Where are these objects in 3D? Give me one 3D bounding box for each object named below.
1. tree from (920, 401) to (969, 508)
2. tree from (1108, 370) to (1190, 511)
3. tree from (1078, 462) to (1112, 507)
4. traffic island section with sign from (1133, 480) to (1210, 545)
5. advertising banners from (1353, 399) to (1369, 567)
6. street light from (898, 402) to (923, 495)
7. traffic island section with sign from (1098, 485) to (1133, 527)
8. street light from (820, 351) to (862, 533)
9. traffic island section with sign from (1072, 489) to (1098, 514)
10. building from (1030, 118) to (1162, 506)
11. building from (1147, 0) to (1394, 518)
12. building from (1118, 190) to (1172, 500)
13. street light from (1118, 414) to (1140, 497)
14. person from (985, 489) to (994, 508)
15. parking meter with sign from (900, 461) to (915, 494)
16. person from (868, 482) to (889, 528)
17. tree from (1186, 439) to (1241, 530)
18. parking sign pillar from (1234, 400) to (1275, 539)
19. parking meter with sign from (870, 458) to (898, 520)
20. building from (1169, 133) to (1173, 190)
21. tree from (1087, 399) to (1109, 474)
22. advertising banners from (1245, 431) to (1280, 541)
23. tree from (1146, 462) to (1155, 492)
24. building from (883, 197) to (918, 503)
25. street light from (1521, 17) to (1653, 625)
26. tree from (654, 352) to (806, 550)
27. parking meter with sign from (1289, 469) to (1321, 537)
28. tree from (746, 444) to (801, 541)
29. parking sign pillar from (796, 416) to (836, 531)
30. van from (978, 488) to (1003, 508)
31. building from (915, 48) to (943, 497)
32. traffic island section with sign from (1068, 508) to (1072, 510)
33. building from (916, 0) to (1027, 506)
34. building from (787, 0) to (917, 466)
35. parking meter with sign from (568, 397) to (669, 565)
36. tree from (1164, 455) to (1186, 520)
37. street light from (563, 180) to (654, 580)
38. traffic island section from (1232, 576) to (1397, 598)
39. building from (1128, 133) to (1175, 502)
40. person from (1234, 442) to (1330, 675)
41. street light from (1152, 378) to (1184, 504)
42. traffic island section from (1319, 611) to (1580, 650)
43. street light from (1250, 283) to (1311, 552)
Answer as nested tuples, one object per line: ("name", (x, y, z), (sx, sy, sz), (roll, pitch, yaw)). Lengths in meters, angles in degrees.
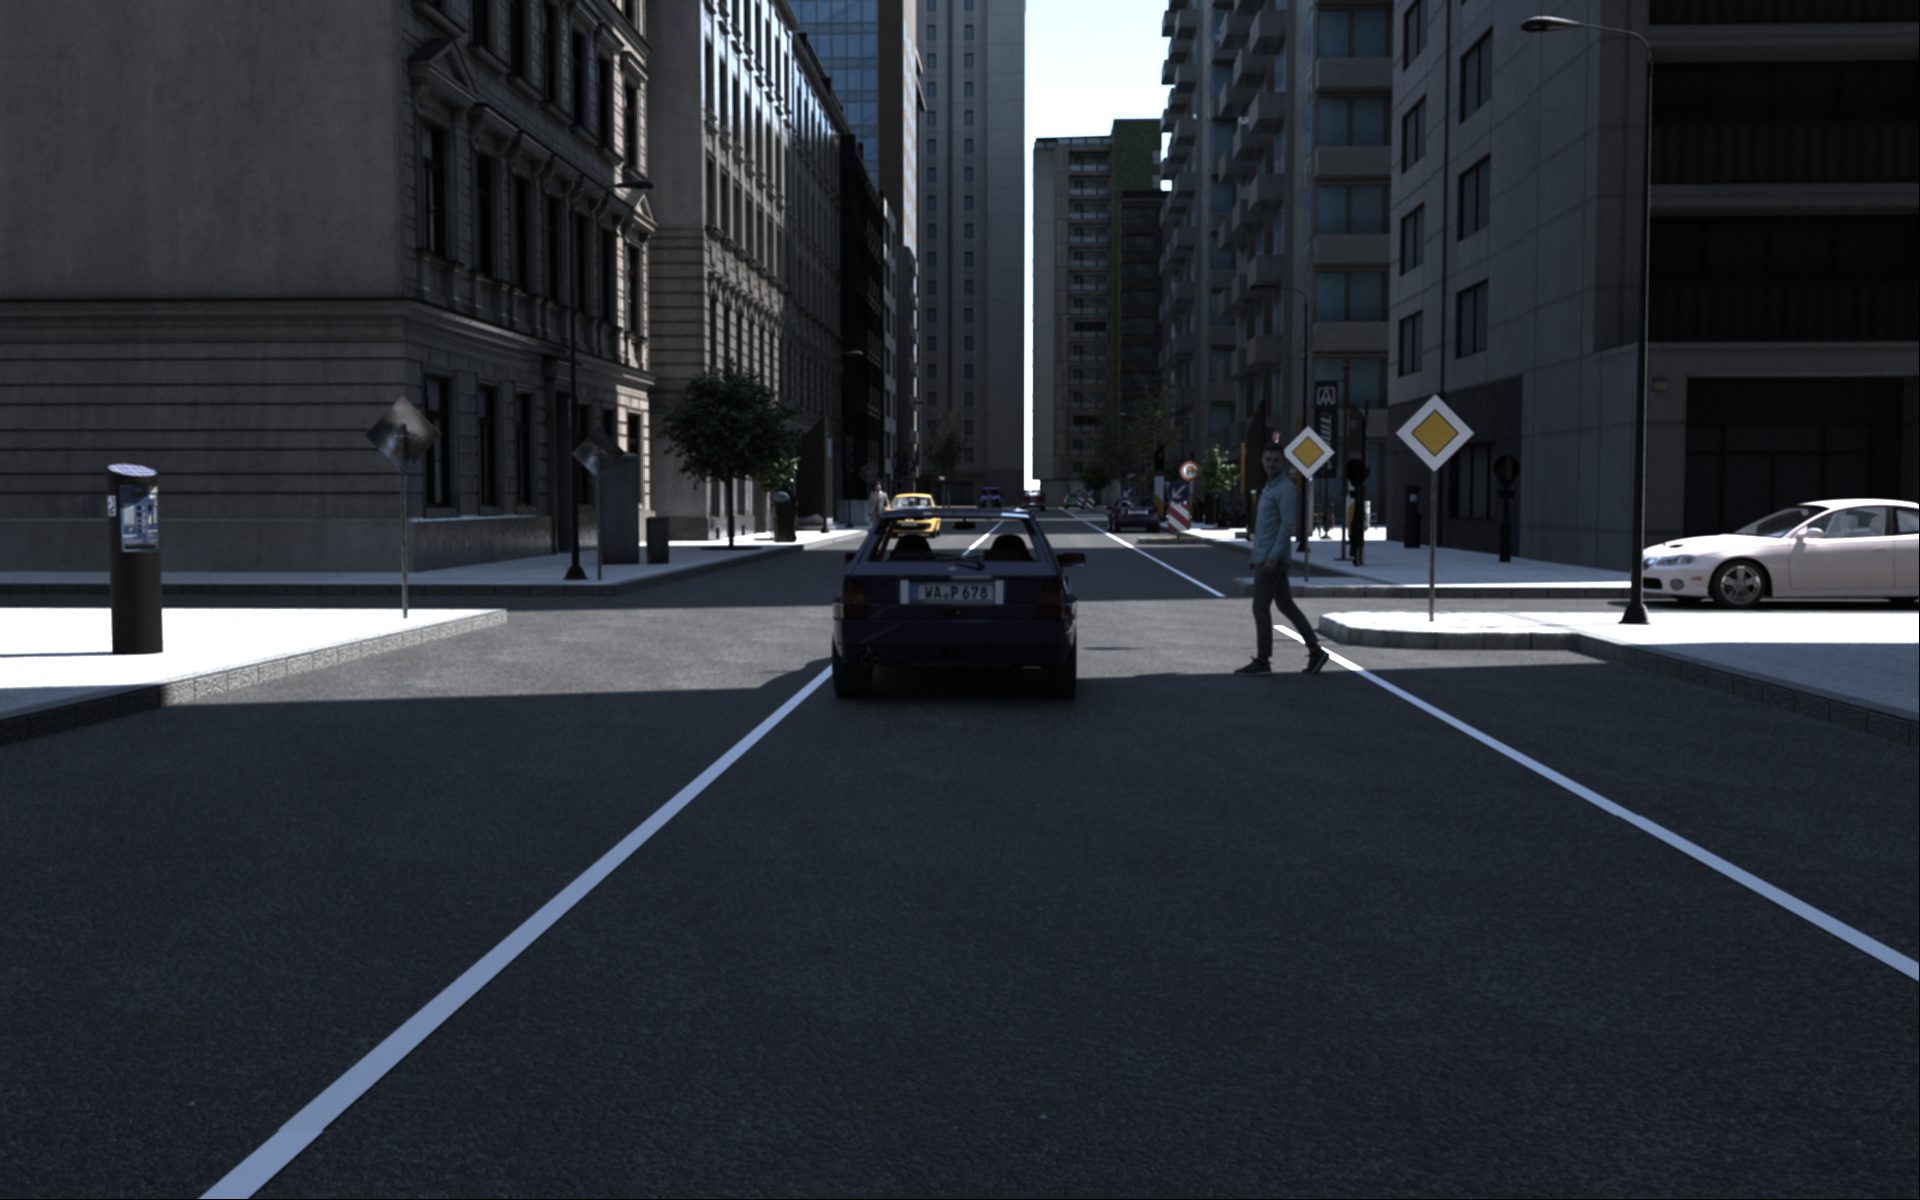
("tree", (-1.286, -11.394, 136.647), (4.360, 8.622, 3.978), (0, 3, 0))
("tree", (11.660, -9.354, 103.292), (4.737, 8.622, 4.395), (0, 3, 0))
("tree", (13.334, -11.489, 171.553), (4.285, 4.588, 4.351), (0, 3, 0))
("traffic island section with sign", (6.161, -2.541, 50.174), (1.989, 1.847, 2.006), (0, 4, 2))
("advertising banners", (7.296, -2.155, 31.429), (0.090, 3.025, 2.074), (1, 4, 19))
("street light", (-2.541, -7.008, 87.118), (1.470, 5.913, 1.316), (0, 4, 2))
("traffic island section with sign", (7.310, -4.188, 77.105), (1.989, 1.847, 2.006), (0, 4, 2))
("street light", (-3.877, -5.133, 56.459), (1.470, 5.913, 1.316), (0, 4, 2))
("traffic island section with sign", (9.463, -7.271, 127.504), (1.989, 1.847, 2.006), (0, 4, 2))
("building", (14.889, -31.093, 191.962), (14.086, 41.232, 14.154), (0, 4, 2))
("building", (25.575, -30.597, 119.870), (23.786, 49.044, 30.456), (0, 4, 2))
("building", (22.219, -24.166, 166.810), (14.160, 30.474, 14.107), (0, 4, 2))
("street light", (9.798, -7.804, 100.134), (1.470, 5.913, 1.316), (0, 4, 2))
("person", (1.433, -4.655, 85.608), (0.522, 1.701, 0.512), (0, 4, 6))
("parking meter with sign", (-3.201, -5.713, 89.668), (1.738, 3.016, 0.543), (-2, 4, -35))
("person", (-2.403, -2.595, 51.196), (0.678, 1.792, 0.850), (0, 4, 6))
("tree", (9.047, -4.077, 61.267), (1.663, 3.219, 1.824), (0, 3, 0))
("parking sign pillar", (8.707, -3.778, 50.239), (1.447, 3.967, 1.447), (-1, 4, -8))
("parking meter with sign", (-4.007, -5.378, 84.199), (1.738, 3.016, 0.543), (1, 4, 9))
("building", (36.551, -33.097, 195.756), (28.867, 44.769, 22.147), (0, 4, 2))
("tree", (11.747, -11.187, 133.274), (4.737, 8.622, 4.395), (0, 3, 0))
("advertising banners", (8.405, -3.163, 47.908), (0.090, 3.025, 2.074), (2, 4, 35))
("tree", (10.504, -5.833, 89.968), (1.663, 3.219, 1.824), (0, 3, 0))
("building", (-17.601, -16.574, 116.032), (27.650, 21.520, 28.899), (0, 4, 2))
("street light", (6.163, -2.721, 17.026), (1.470, 5.913, 1.316), (0, 4, 2))
("tree", (-5.414, -3.465, 40.362), (4.285, 4.588, 4.351), (0, 3, 0))
("parking meter with sign", (10.271, -3.411, 52.037), (0.543, 3.016, 1.738), (-2, 4, -29))
("tree", (-5.132, -3.267, 48.018), (1.663, 3.219, 1.824), (0, 3, 0))
("parking sign pillar", (-5.065, -4.400, 60.414), (1.447, 3.967, 1.447), (3, 4, 36))
("van", (2.854, -9.465, 159.131), (2.240, 2.365, 5.245), (0, 4, 2))
("building", (-16.457, -31.156, 164.020), (28.867, 44.769, 22.147), (0, 4, 2))
("traffic island section with sign", (10.604, -8.918, 154.435), (1.989, 1.847, 2.006), (0, 4, 2))
("building", (-6.643, -39.995, 195.915), (28.212, 58.520, 21.231), (0, 4, 2))
("building", (-10.807, -29.751, 136.545), (14.600, 45.320, 14.200), (0, 4, 2))
("parking meter with sign", (-6.240, -2.168, 31.713), (1.738, 3.016, 0.543), (-1, 4, -22))
("tree", (10.715, -5.524, 84.923), (1.663, 3.219, 1.824), (0, 3, 0))
("street light", (-5.232, -3.258, 25.802), (1.470, 5.913, 1.316), (0, 4, 2))
("traffic island section", (5.090, -0.188, 25.362), (2.009, 0.180, 2.903), (0, 4, 2))
("building", (30.796, -27.843, 147.116), (32.217, 40.220, 23.993), (0, 4, 2))
("person", (2.550, -0.325, 13.674), (0.748, 1.841, 0.638), (1, 4, 11))
("street light", (8.394, -5.929, 69.479), (1.470, 5.913, 1.316), (0, 4, 2))
("traffic island section", (4.749, 0.300, 17.384), (2.009, 0.180, 2.903), (0, 4, 2))
("street light", (7.081, -4.022, 38.306), (1.470, 5.913, 1.316), (0, 4, 2))
